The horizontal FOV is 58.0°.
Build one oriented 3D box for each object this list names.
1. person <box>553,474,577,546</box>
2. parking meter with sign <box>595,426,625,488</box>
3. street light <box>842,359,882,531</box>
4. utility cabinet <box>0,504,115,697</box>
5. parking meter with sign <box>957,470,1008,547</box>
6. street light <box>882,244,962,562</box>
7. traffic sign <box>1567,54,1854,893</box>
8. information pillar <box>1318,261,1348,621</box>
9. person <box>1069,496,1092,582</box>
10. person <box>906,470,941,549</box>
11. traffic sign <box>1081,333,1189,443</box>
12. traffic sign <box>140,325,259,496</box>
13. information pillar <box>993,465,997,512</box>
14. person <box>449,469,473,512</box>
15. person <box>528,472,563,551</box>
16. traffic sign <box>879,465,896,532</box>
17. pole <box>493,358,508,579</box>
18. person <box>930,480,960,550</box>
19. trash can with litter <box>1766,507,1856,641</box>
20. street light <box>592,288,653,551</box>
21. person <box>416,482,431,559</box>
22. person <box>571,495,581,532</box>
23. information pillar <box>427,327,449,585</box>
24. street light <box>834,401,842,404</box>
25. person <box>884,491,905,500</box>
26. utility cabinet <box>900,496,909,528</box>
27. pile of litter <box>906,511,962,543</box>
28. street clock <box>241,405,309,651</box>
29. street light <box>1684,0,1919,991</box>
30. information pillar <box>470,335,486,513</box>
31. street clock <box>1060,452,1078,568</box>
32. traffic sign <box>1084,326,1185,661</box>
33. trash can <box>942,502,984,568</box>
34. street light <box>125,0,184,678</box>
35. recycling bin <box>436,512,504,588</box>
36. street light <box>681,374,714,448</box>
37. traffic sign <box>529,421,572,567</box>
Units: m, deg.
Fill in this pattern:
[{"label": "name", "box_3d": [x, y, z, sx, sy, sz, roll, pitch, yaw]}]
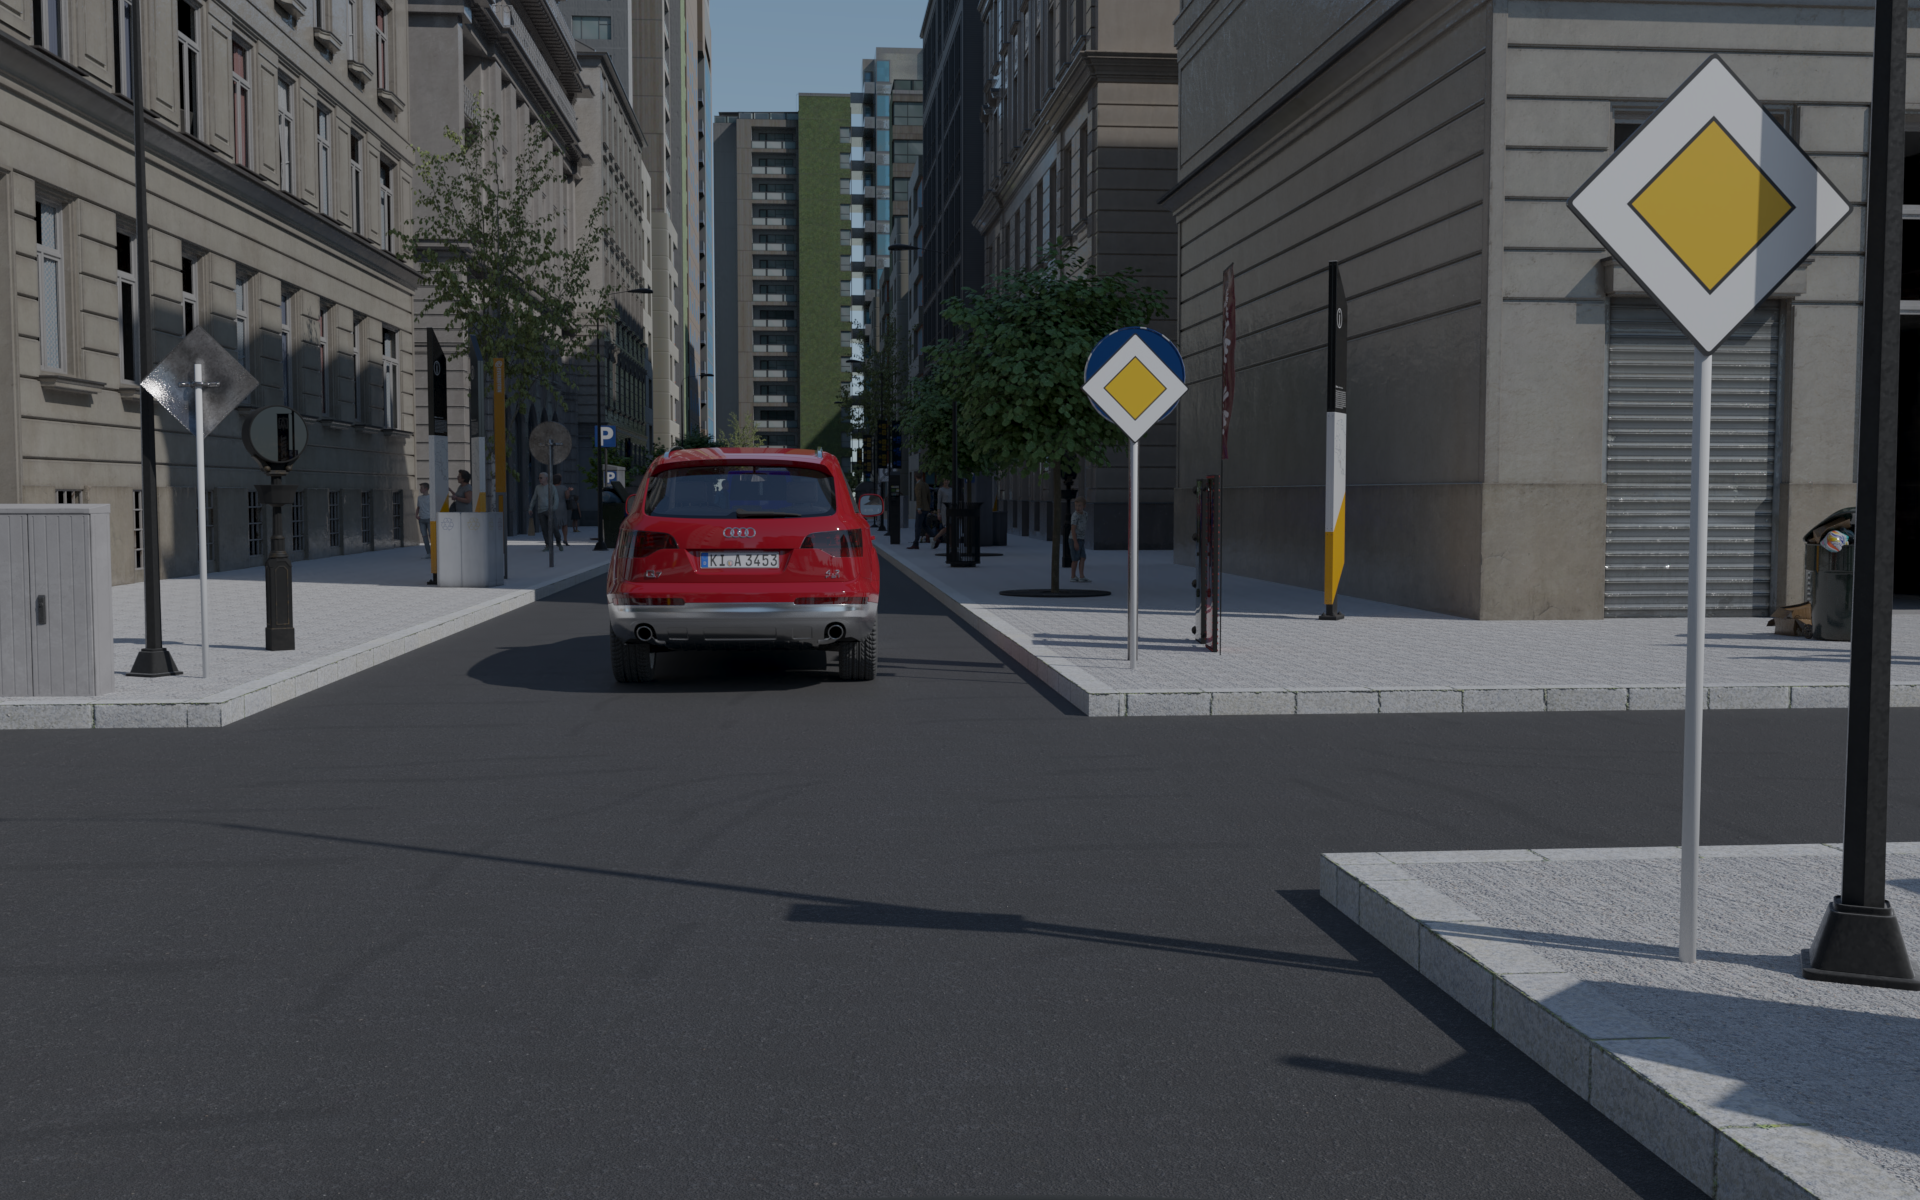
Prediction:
[{"label": "person", "box_3d": [-9.804, -2.225, 42.784, 0.716, 1.782, 0.532, 0, 4, 0]}, {"label": "parking meter with sign", "box_3d": [-8.959, -2.980, 44.981, 0.543, 3.016, 1.738, 0, 4, 4]}, {"label": "street light", "box_3d": [-3.240, -5.343, 59.903, 1.470, 5.913, 1.316, 0, 4, -5]}, {"label": "utility cabinet", "box_3d": [-5.990, 0.007, 11.055, 1.020, 1.237, 0.306, 0, 4, -2]}, {"label": "parking meter with sign", "box_3d": [0.475, -2.813, 42.251, 0.543, 3.016, 1.738, 3, 5, 39]}, {"label": "street light", "box_3d": [-0.640, -3.659, 32.359, 1.470, 5.913, 1.316, 0, 4, -5]}, {"label": "traffic sign", "box_3d": [2.018, -0.151, 4.663, 0.795, 2.593, 0.064, 0, 4, -5]}, {"label": "information pillar", "box_3d": [3.838, -1.610, 17.686, 0.183, 3.616, 0.504, 2, 4, 26]}, {"label": "person", "box_3d": [1.747, -0.885, 25.193, 0.332, 1.250, 0.352, -1, 4, -13]}, {"label": "person", "box_3d": [-0.854, -2.104, 40.359, 0.836, 1.842, 0.656, -1, 4, -9]}, {"label": "traffic sign", "box_3d": [1.290, -0.638, 12.615, 0.795, 2.593, 0.064, 0, 4, -5]}, {"label": "traffic sign", "box_3d": [-5.279, -0.602, 12.036, 0.795, 2.593, 0.064, 0, 4, -5]}, {"label": "information pillar", "box_3d": [0.891, -3.347, 46.075, 0.183, 3.616, 0.504, 1, 4, 14]}, {"label": "person", "box_3d": [-10.222, -1.765, 35.253, 0.532, 1.782, 0.716, -3, 4, -39]}, {"label": "person", "box_3d": [-9.319, -1.971, 38.757, 0.782, 1.767, 0.515, 1, 4, 11]}, {"label": "traffic sign", "box_3d": [-2.455, -3.472, 58.903, 0.606, 2.300, 0.079, 0, 4, -3]}, {"label": "pole", "box_3d": [-6.918, -1.972, 26.079, 0.158, 3.312, 0.155, 0, 3, 0]}, {"label": "person", "box_3d": [-0.352, -1.999, 39.480, 0.760, 1.731, 0.466, 1, 4, 17]}, {"label": "trash can with litter", "box_3d": [7.622, -0.246, 15.410, 0.624, 1.170, 1.055, -1, 4, -14]}, {"label": "street light", "box_3d": [-7.615, -4.075, 39.163, 1.470, 5.913, 1.316, 0, 4, -5]}, {"label": "person", "box_3d": [-10.526, -1.571, 34.333, 0.503, 1.515, 0.523, -1, 4, -19]}, {"label": "person", "box_3d": [-12.897, -2.903, 58.182, 0.362, 1.253, 0.373, 3, 4, 36]}, {"label": "information pillar", "box_3d": [-7.415, -2.034, 24.610, 0.183, 3.616, 0.504, 0, 4, 7]}, {"label": "street light", "box_3d": [-5.620, -6.997, 86.945, 1.470, 5.913, 1.316, 0, 4, -5]}, {"label": "person", "box_3d": [-3.480, -5.430, 94.829, 1.348, 1.823, 0.705, -1, 4, -9]}, {"label": "utility cabinet", "box_3d": [-2.184, -3.323, 65.500, 0.306, 1.237, 1.020, 1, 4, 9]}, {"label": "pile of litter", "box_3d": [-0.521, -1.933, 45.573, 1.719, 0.858, 1.176, 3, 5, 39]}, {"label": "street clock", "box_3d": [-5.596, -0.589, 14.197, 0.471, 2.002, 0.358, -3, 4, -37]}, {"label": "street light", "box_3d": [1.874, -1.950, 4.420, 1.470, 5.913, 1.316, 0, 4, -5]}, {"label": "information pillar", "box_3d": [-7.059, -2.080, 25.368, 0.183, 3.616, 0.504, -2, 4, -29]}, {"label": "street clock", "box_3d": [1.890, -1.566, 30.179, 0.358, 2.002, 0.471, -1, 4, -9]}, {"label": "traffic sign", "box_3d": [1.331, -0.805, 13.273, 0.768, 2.556, 0.104, 0, 4, 4]}, {"label": "trash can", "box_3d": [0.056, -1.148, 30.428, 0.748, 1.137, 0.748, 0, 3, 0]}, {"label": "street light", "box_3d": [-5.162, -2.421, 12.124, 1.470, 5.913, 1.316, 0, 4, -5]}, {"label": "recycling bin", "box_3d": [-6.797, -0.703, 24.051, 0.722, 1.027, 0.722, 0, 4, 4]}, {"label": "street light", "box_3d": [-10.161, -5.765, 66.797, 1.470, 5.913, 1.316, 0, 4, -5]}, {"label": "traffic sign", "box_3d": [-7.165, -1.847, 30.305, 0.768, 2.556, 0.104, 0, 4, 2]}]
